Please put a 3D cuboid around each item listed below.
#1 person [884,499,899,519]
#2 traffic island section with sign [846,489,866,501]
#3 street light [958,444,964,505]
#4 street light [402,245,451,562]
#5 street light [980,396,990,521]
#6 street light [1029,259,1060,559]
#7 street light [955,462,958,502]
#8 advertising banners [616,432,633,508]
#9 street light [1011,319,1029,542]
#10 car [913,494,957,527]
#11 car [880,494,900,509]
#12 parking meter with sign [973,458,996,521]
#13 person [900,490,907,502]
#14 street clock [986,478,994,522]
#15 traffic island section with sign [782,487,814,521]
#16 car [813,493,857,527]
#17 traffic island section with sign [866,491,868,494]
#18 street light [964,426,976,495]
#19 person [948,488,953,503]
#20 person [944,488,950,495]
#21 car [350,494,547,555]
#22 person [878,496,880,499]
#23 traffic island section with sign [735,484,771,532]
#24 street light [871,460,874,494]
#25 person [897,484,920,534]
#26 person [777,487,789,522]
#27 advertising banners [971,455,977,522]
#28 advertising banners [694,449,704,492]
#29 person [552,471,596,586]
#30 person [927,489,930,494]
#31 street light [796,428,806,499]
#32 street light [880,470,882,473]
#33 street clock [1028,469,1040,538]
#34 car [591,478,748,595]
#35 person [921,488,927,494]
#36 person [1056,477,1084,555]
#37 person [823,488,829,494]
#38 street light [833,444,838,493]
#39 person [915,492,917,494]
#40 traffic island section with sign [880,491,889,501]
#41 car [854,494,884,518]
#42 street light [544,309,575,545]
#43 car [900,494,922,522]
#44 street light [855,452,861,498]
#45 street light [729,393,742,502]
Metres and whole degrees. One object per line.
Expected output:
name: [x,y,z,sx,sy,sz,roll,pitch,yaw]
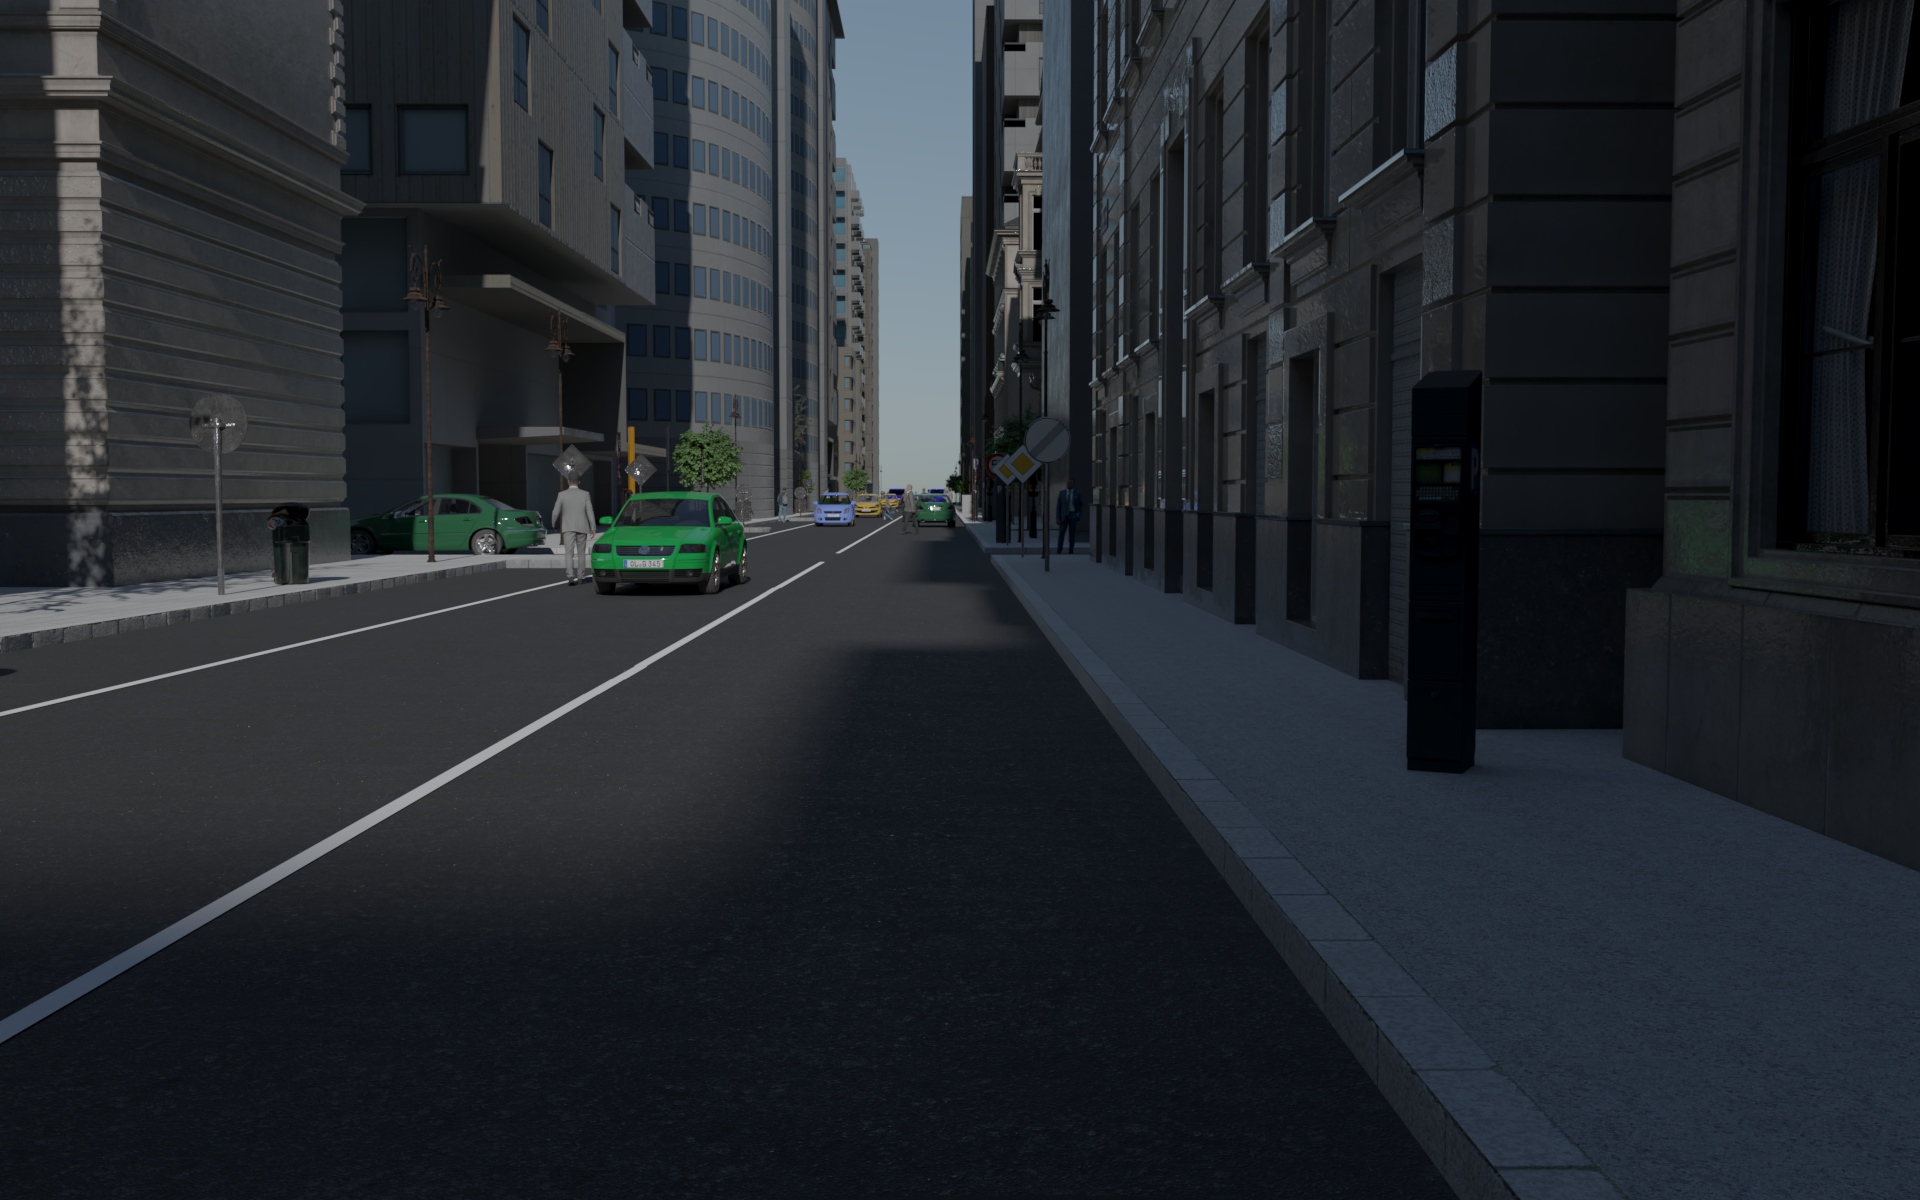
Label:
person: [-3.918,-5.128,97.836,1.012,1.151,0.738,-3,5,-43]
traffic island section with sign: [-9.028,-8.199,142.681,1.989,1.847,2.006,0,4,-1]
street light: [0.318,-11.371,158.707,0.468,5.910,1.993,0,4,-1]
street light: [-9.929,-3.644,32.368,0.468,5.910,1.993,0,4,-1]
street light: [1.189,-6.657,81.623,0.468,5.910,1.993,0,4,-1]
street light: [1.693,-3.757,34.222,0.468,5.910,1.993,0,4,-1]
street light: [-0.074,-13.551,194.347,0.468,5.910,1.993,0,4,-1]
advertising banners: [-9.605,-3.265,49.577,0.090,3.025,2.074,0,4,1]
street light: [1.604,-4.468,45.844,0.468,5.910,1.993,0,4,-1]
car: [-1.153,-3.940,76.209,2.131,1.459,4.920,0,4,-3]
car: [-6.673,-9.427,164.355,2.015,1.641,3.980,0,4,0]
parking meter with sign: [1.478,-5.391,84.400,1.738,3.016,0.543,-3,4,-36]
person: [-4.792,-8.665,150.733,0.990,1.755,0.434,-1,4,-23]
street clock: [1.377,-4.611,79.966,0.358,2.002,0.471,-1,4,-20]
traffic island section with sign: [-8.490,-5.141,92.677,1.989,1.847,2.006,0,4,-1]
car: [-5.542,-4.116,76.891,1.945,1.707,3.694,0,4,-1]
traffic island section with sign: [-9.337,-9.872,170.027,1.989,1.847,2.006,0,4,-1]
street light: [0.684,-9.191,123.066,0.468,5.910,1.993,0,4,-1]
person: [-0.565,-5.262,94.870,0.374,1.781,0.599,1,4,11]
person: [-0.771,-6.174,109.703,0.793,1.790,0.793,-3,5,-42]
car: [-11.878,-1.675,39.188,4.920,1.459,2.131,0,4,-2]
person: [-9.942,-12.078,209.161,0.799,1.438,0.628,2,4,29]
traffic island section with sign: [-8.199,-3.492,65.724,1.989,1.847,2.006,0,4,-1]
street light: [-12.029,-16.248,238.439,0.468,5.910,1.993,0,4,-1]
person: [-1.849,-3.240,61.864,0.834,1.777,0.661,0,4,-7]
person: [-9.014,-4.865,88.395,0.623,1.781,0.721,0,4,-4]
advertising banners: [0.632,-5.083,79.296,0.090,3.025,2.074,0,4,-5]
advertising banners: [-10.079,-4.329,66.960,0.090,3.025,2.074,0,4,2]
person: [-6.073,-1.130,27.250,0.678,1.792,0.850,-1,4,-13]
person: [-2.496,-7.984,139.017,1.348,1.826,0.705,3,5,40]
street light: [-10.867,-8.998,119.912,0.468,5.910,1.993,0,4,-1]
street light: [-12.524,-18.476,274.862,0.468,5.910,1.993,0,4,-1]
street clock: [2.136,-2.793,50.239,0.358,2.002,0.471,1,4,10]
car: [-4.318,-1.060,26.121,1.959,1.807,4.718,0,4,1]
person: [-1.929,-5.259,94.903,0.576,1.772,0.534,-2,4,-28]
person: [2.411,-1.837,38.715,0.721,1.800,0.419,0,4,1]
person: [-7.878,-5.740,102.440,0.391,1.810,0.635,-3,5,-41]
street light: [-11.168,-11.203,155.963,0.468,5.910,1.993,0,4,-1]
person: [-5.528,-12.810,218.647,1.217,1.736,0.721,-1,4,-20]
traffic island section with sign: [-10.227,-14.886,252.015,1.989,1.847,2.006,0,4,-1]
car: [-5.634,-5.852,105.910,2.015,1.641,3.980,0,4,0]
street light: [-9.989,-4.316,43.358,0.468,5.910,1.993,0,4,-1]
car: [-2.078,-4.834,90.831,2.131,1.459,4.920,0,4,0]
street light: [-11.729,-14.068,202.797,0.468,5.910,1.993,0,4,-1]
street light: [-10.319,-6.541,79.739,0.468,5.910,1.993,0,4,-1]
